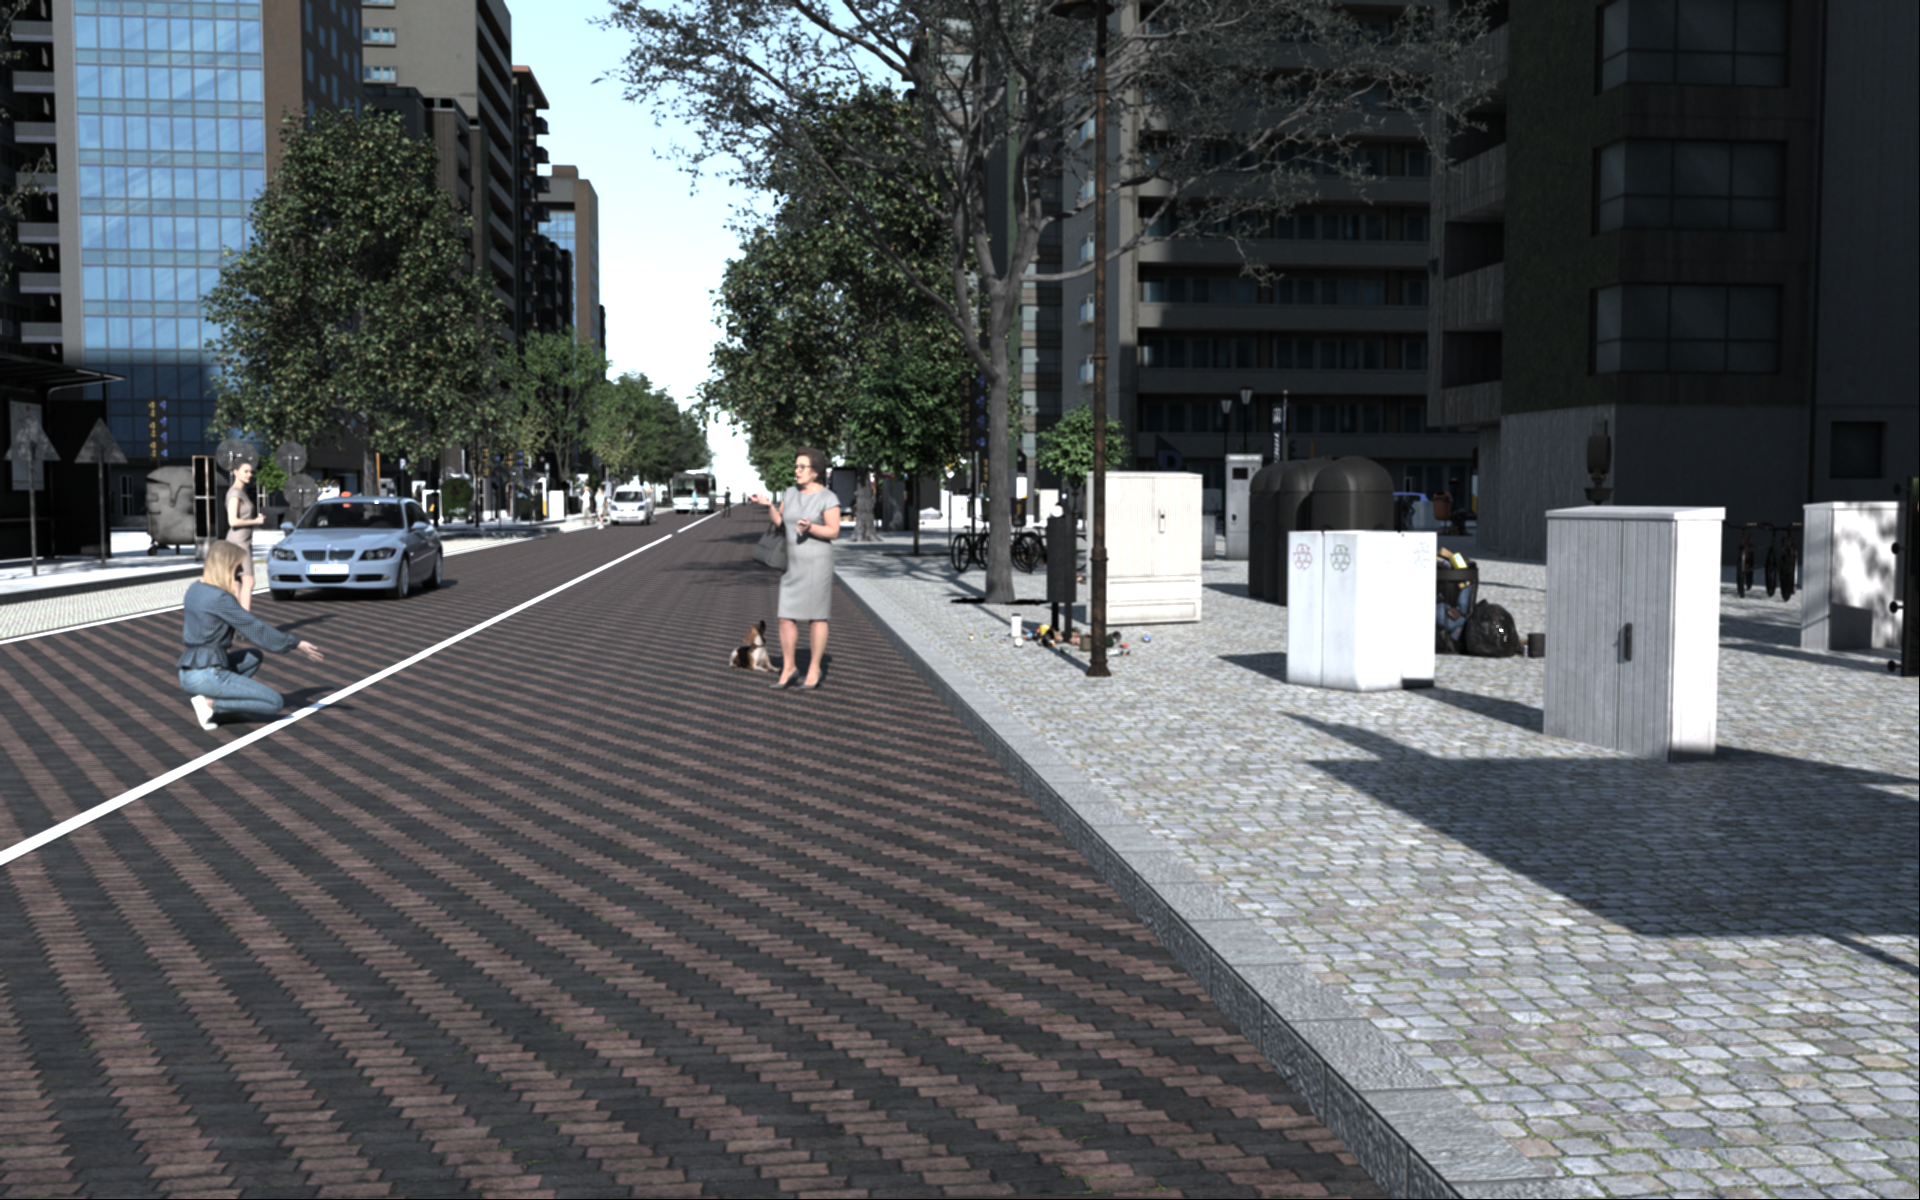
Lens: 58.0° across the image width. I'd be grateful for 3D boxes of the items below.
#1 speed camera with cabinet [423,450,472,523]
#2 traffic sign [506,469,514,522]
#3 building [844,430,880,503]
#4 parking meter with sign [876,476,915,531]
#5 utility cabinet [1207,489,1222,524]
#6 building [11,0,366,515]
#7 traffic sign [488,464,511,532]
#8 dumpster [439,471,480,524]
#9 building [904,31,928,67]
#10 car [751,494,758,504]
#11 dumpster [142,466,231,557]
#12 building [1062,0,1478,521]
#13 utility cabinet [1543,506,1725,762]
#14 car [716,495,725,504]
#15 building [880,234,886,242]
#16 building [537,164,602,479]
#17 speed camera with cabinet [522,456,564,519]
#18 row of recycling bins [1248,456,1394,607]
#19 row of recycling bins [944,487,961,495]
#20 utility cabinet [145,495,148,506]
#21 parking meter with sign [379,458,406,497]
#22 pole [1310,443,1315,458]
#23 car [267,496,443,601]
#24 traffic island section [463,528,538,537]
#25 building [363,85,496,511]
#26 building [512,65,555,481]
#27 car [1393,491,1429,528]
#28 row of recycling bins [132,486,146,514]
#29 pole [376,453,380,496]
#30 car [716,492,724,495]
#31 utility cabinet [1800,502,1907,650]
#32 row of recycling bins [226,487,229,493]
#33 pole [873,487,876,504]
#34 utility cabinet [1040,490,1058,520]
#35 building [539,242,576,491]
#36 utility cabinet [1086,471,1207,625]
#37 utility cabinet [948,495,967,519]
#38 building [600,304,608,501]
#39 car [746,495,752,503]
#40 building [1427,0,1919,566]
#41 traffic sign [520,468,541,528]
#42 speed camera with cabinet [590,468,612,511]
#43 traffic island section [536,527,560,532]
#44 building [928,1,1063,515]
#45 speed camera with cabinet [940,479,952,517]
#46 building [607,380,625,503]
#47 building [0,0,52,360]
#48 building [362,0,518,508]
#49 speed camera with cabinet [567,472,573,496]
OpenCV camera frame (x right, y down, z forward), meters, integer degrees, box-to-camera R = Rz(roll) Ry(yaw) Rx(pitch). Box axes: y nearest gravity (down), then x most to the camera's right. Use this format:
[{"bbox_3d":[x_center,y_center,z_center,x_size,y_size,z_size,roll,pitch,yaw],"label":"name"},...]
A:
[{"bbox_3d":[-22.763,-5.047,76.862,2.038,3.252,0.660,0,4,-2],"label":"speed camera with cabinet"},{"bbox_3d":[-20.541,-4.863,79.620,0.768,2.556,0.104,0,4,-1],"label":"traffic sign"},{"bbox_3d":[-3.371,-25.714,265.456,27.650,21.520,28.899,0,4,-7],"label":"building"},{"bbox_3d":[-2.280,-3.898,59.987,0.543,3.016,1.738,3,5,43],"label":"parking meter with sign"},{"bbox_3d":[10.635,-3.992,73.943,1.173,1.500,0.318,-2,4,-33],"label":"utility cabinet"},{"bbox_3d":[-41.251,-27.185,94.582,14.600,45.320,14.200,0,4,-7],"label":"building"},{"bbox_3d":[-15.475,-3.339,58.229,0.795,2.450,0.064,0,4,-7],"label":"traffic sign"},{"bbox_3d":[-21.462,-4.383,74.156,1.502,2.255,1.985,0,4,-6],"label":"dumpster"},{"bbox_3d":[5.894,-31.222,165.102,22.147,44.769,28.867,0,4,-7],"label":"building"},{"bbox_3d":[-28.497,-14.343,243.552,2.155,1.783,4.494,0,4,-7],"label":"car"},{"bbox_3d":[-16.185,-1.866,36.274,1.264,1.857,1.865,0,4,-7],"label":"dumpster"},{"bbox_3d":[16.544,-28.572,90.859,21.600,48.544,21.300,0,4,-7],"label":"building"},{"bbox_3d":[3.375,0.146,8.768,0.306,1.237,1.020,-1,4,-16],"label":"utility cabinet"},{"bbox_3d":[-31.858,-13.319,230.124,2.083,1.381,4.827,0,4,-6],"label":"car"},{"bbox_3d":[1.588,-33.003,194.226,22.147,44.769,28.867,0,4,-7],"label":"building"},{"bbox_3d":[-57.233,-36.003,238.763,14.600,45.320,14.200,0,4,-7],"label":"building"},{"bbox_3d":[-21.769,-5.872,90.340,2.038,3.252,0.660,-2,4,-28],"label":"speed camera with cabinet"},{"bbox_3d":[4.119,-0.800,20.193,1.069,1.692,3.534,0,4,-5],"label":"row of recycling bins"},{"bbox_3d":[-1.144,-6.154,107.726,3.534,1.692,1.069,2,4,32],"label":"row of recycling bins"},{"bbox_3d":[-40.305,-4.570,85.881,1.020,1.237,0.306,0,4,5],"label":"utility cabinet"},{"bbox_3d":[-28.064,-5.422,84.915,1.738,3.016,0.543,1,4,14],"label":"parking meter with sign"},{"bbox_3d":[13.956,-4.575,68.652,0.158,3.312,0.155,0,3,0],"label":"pole"},{"bbox_3d":[-8.594,-0.790,24.911,2.014,1.417,4.499,0,4,-7],"label":"car"},{"bbox_3d":[-15.497,-2.202,58.288,2.009,0.180,2.903,0,4,-7],"label":"traffic island section"},{"bbox_3d":[-42.229,-21.673,126.050,14.160,30.474,14.107,0,4,-7],"label":"building"},{"bbox_3d":[-52.988,-31.730,173.403,22.147,44.769,28.867,0,4,-7],"label":"building"},{"bbox_3d":[16.379,-3.484,66.547,3.694,1.707,1.945,0,4,-7],"label":"car"},{"bbox_3d":[-38.391,-4.697,83.909,3.534,1.692,1.069,-1,4,-22],"label":"row of recycling bins"},{"bbox_3d":[-28.782,-5.611,85.577,0.158,3.312,0.155,0,3,0],"label":"pole"},{"bbox_3d":[-33.571,-14.245,242.692,2.009,1.686,4.222,0,4,-7],"label":"car"},{"bbox_3d":[7.522,-0.206,14.524,1.020,1.237,0.306,-2,4,-25],"label":"utility cabinet"},{"bbox_3d":[-32.204,-4.124,74.532,1.069,1.692,3.534,0,4,-2],"label":"row of recycling bins"},{"bbox_3d":[-4.443,-5.937,90.908,0.158,3.312,0.155,0,3,0],"label":"pole"},{"bbox_3d":[4.294,-4.628,84.347,0.318,1.500,1.173,3,5,43],"label":"utility cabinet"},{"bbox_3d":[-51.393,-25.928,195.620,14.160,30.474,14.107,0,4,-7],"label":"building"},{"bbox_3d":[1.822,-0.510,17.024,1.173,1.500,0.318,-2,4,-28],"label":"utility cabinet"},{"bbox_3d":[-0.112,-4.716,88.265,1.020,1.237,0.306,-2,4,-33],"label":"utility cabinet"},{"bbox_3d":[-59.316,-29.449,253.196,14.160,30.474,14.107,0,4,-7],"label":"building"},{"bbox_3d":[-35.243,-17.202,293.829,1.945,1.354,3.894,-1,4,-9],"label":"car"},{"bbox_3d":[17.762,-16.256,37.482,14.160,30.474,14.107,0,4,-7],"label":"building"},{"bbox_3d":[-16.407,-3.824,66.159,0.795,2.450,0.064,0,4,-7],"label":"traffic sign"},{"bbox_3d":[-27.022,-8.282,129.750,2.038,3.252,0.660,2,4,35],"label":"speed camera with cabinet"},{"bbox_3d":[-16.429,-2.687,66.218,2.009,0.180,2.903,0,4,-7],"label":"traffic island section"},{"bbox_3d":[4.421,-27.420,131.909,14.154,41.232,14.086,0,4,-7],"label":"building"},{"bbox_3d":[-1.036,-6.377,98.601,0.660,3.252,2.038,-1,4,-19],"label":"speed camera with cabinet"},{"bbox_3d":[-68.259,-26.253,274.269,27.650,21.520,28.899,0,4,-7],"label":"building"},{"bbox_3d":[-60.115,-24.199,87.535,23.993,40.220,32.217,0,4,-7],"label":"building"},{"bbox_3d":[-50.410,-32.074,148.119,21.300,48.544,21.600,0,4,-7],"label":"building"},{"bbox_3d":[-25.964,-7.164,111.459,2.038,3.252,0.660,0,4,-4],"label":"speed camera with cabinet"}]
